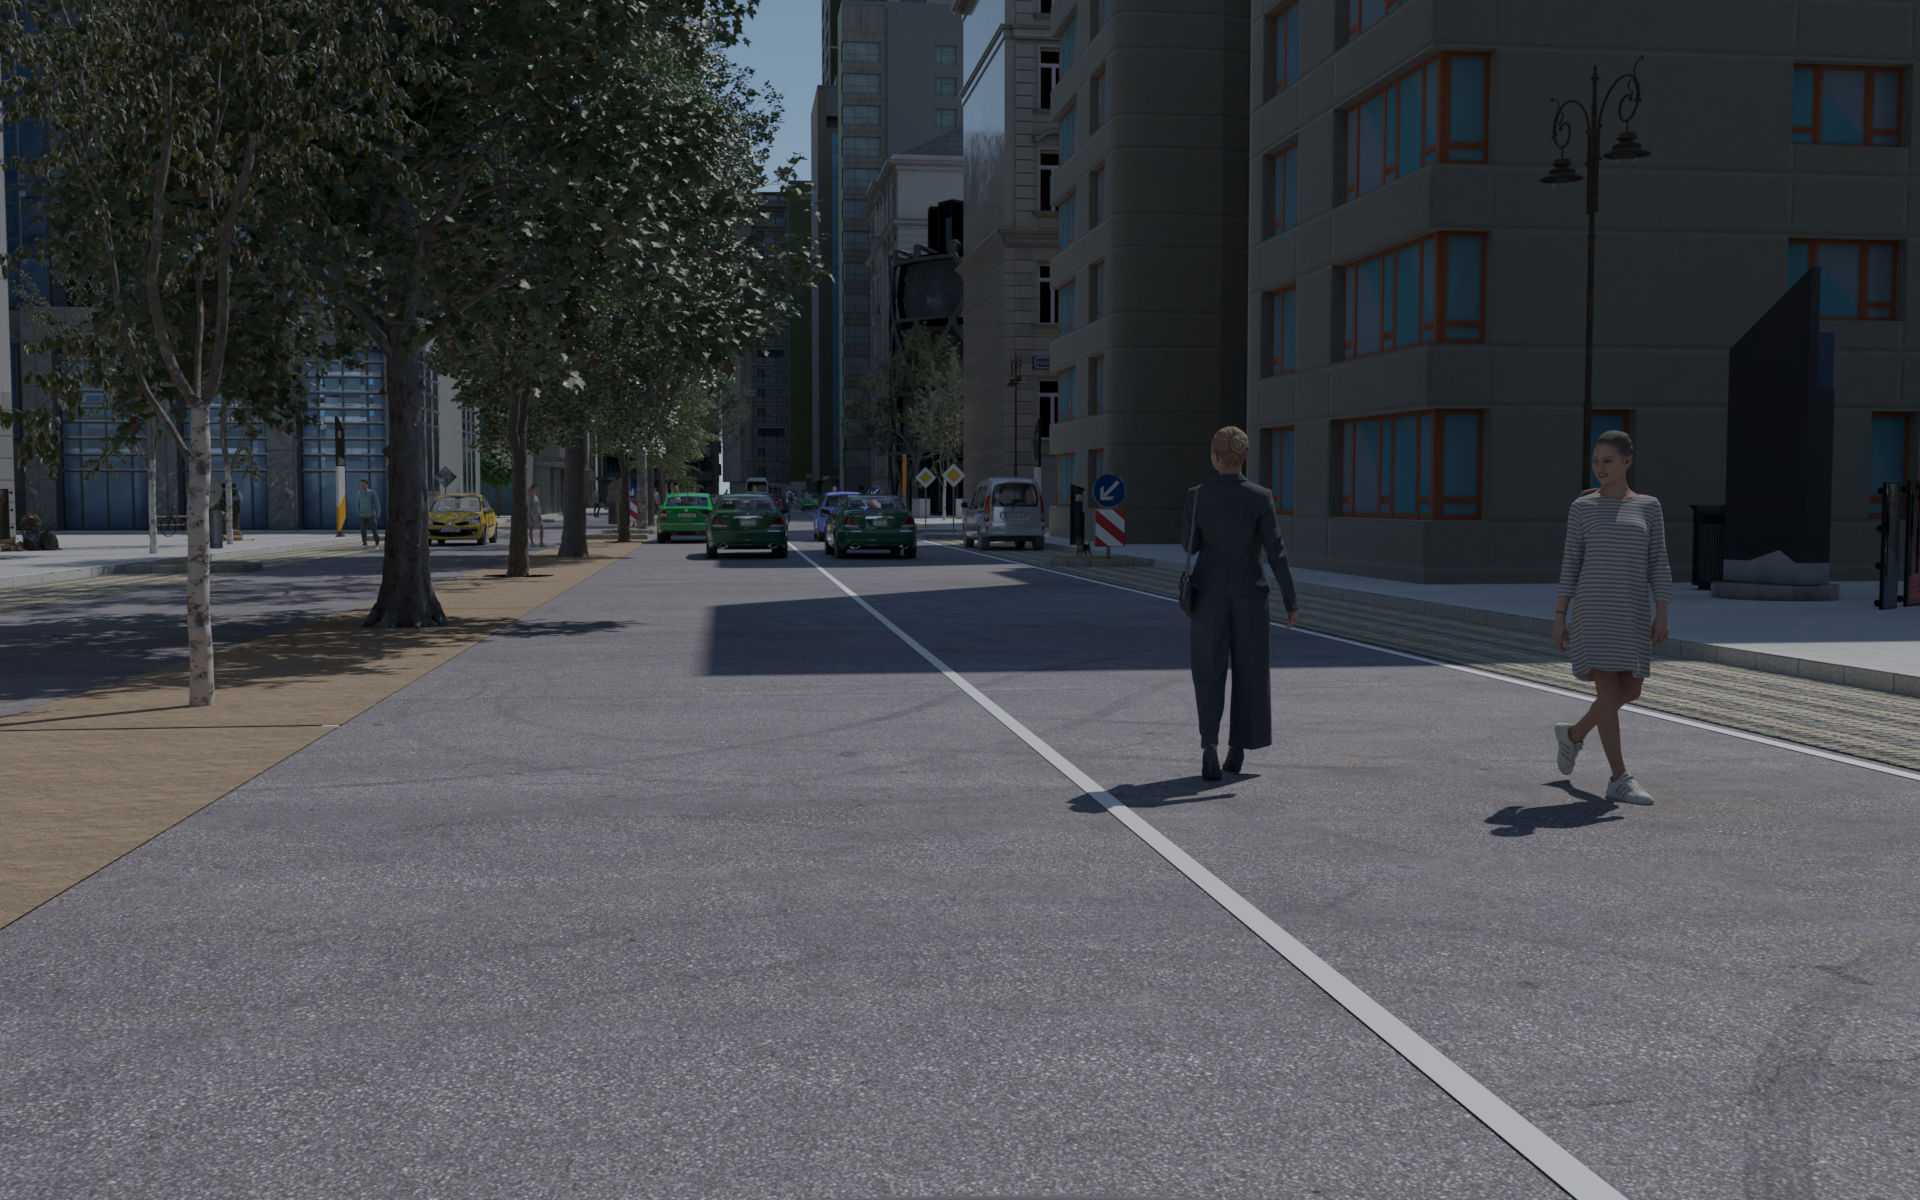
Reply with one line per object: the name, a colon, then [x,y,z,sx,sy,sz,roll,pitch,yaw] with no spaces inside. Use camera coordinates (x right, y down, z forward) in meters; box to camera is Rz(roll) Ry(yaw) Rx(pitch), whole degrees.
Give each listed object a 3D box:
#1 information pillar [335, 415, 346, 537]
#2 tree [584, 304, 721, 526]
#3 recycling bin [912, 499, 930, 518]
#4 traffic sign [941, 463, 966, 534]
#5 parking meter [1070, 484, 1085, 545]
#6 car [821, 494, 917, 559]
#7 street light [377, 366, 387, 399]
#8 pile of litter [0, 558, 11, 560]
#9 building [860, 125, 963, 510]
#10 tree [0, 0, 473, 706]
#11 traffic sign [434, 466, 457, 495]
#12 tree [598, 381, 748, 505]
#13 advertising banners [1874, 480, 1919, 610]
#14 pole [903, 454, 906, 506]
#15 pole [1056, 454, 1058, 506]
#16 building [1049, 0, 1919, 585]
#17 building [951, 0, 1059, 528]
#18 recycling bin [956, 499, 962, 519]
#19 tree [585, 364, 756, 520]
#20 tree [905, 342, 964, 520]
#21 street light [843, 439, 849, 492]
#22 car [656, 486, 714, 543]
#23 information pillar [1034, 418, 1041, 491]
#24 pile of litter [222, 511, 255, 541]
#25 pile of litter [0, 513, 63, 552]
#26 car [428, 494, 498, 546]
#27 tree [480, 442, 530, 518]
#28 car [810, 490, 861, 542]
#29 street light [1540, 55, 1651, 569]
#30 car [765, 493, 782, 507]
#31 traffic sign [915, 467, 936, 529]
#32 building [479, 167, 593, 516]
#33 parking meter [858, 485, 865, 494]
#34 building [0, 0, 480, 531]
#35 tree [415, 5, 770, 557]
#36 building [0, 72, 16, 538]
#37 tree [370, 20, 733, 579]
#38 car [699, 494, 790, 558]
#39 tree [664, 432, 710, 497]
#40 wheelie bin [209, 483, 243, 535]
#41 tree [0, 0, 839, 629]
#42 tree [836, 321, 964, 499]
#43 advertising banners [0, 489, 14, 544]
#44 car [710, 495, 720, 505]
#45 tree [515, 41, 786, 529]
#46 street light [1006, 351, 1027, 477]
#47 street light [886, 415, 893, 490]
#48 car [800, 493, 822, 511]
information pillar: [-18.561,-3.701,51.862,0.183,3.616,0.504,0,4,3]
tree: [-13.986,-9.593,77.429,7.486,12.596,7.792,0,3,0]
recycling bin: [-2.096,-4.926,93.100,0.722,1.027,0.722,-3,5,-41]
traffic sign: [-0.212,-3.216,56.231,0.795,2.450,0.064,0,4,-8]
parking meter: [2.970,-2.165,43.816,0.372,1.533,0.369,0,3,0]
car: [-2.096,-1.722,39.953,2.131,1.459,4.920,-1,4,-9]
street light: [-20.459,-5.456,61.986,0.468,5.910,1.993,0,4,-8]
pile of litter: [-19.385,-1.198,33.558,1.719,0.858,1.176,-1,4,-21]
building: [0.425,-20.840,128.129,14.401,28.519,23.554,0,4,-8]
tree: [-5.159,-3.598,11.654,4.360,8.622,3.978,0,3,0]
traffic sign: [-18.369,-3.562,61.876,0.795,2.450,0.064,0,4,-8]
tree: [-14.606,-9.066,85.104,8.767,10.594,7.601,0,4,-8]
advertising banners: [10.883,-1.440,19.725,2.074,3.025,0.090,-3,5,-43]
pole: [-2.863,-5.816,88.941,0.158,3.312,0.155,0,3,0]
pole: [3.661,-4.307,64.255,0.158,3.312,0.155,0,3,0]
building: [18.361,-11.926,40.027,27.650,21.520,28.899,0,4,-8]
building: [12.868,-16.788,71.750,25.104,27.353,12.463,0,4,-8]
recycling bin: [0.187,-4.689,89.215,0.722,1.027,0.722,0,4,8]
tree: [-16.280,-11.128,94.766,12.009,13.543,11.850,0,3,0]
tree: [-0.784,-8.220,84.754,4.360,8.622,3.978,0,3,0]
street light: [-9.186,-10.136,138.515,0.468,5.910,1.993,0,4,-8]
car: [-8.154,-2.654,52.192,1.959,1.807,4.718,0,4,-7]
information pillar: [2.393,-3.793,53.373,0.183,3.616,0.504,-1,4,-15]
pile of litter: [-20.224,-2.053,47.538,1.719,0.858,1.176,-2,4,-29]
pile of litter: [-21.161,-1.539,39.125,1.719,0.858,1.176,-3,5,-42]
car: [-14.217,-2.387,49.247,2.015,1.641,3.980,-1,4,-8]
tree: [-25.061,-6.733,93.799,4.285,4.588,4.351,0,3,0]
car: [-3.646,-2.693,53.622,1.945,1.707,3.694,0,4,-7]
street light: [6.852,-2.818,18.860,0.468,5.910,1.993,0,4,-8]
car: [-14.256,-7.382,129.743,2.155,1.783,4.494,0,4,-8]
traffic sign: [-1.276,-3.700,64.145,0.795,2.450,0.064,0,4,-8]
building: [-36.806,-30.133,112.275,23.786,49.044,30.456,0,4,-8]
parking meter: [-6.552,-6.705,115.336,0.399,1.863,0.255,-1,4,-18]
building: [-32.443,-46.486,72.713,22.319,86.520,31.000,0,4,-8]
tree: [-8.830,-7.952,39.123,9.857,13.997,8.962,0,3,0]
building: [-38.818,-30.384,38.781,28.212,58.520,21.231,0,4,-8]
tree: [-7.467,-6.184,29.314,9.928,11.665,9.643,0,3,0]
car: [-4.971,-1.732,40.122,2.131,1.459,4.920,-1,4,-9]
tree: [-18.453,-9.841,113.712,4.737,8.622,4.395,0,3,0]
wheelie bin: [-20.825,-2.525,49.194,0.693,1.594,0.980,3,5,42]
tree: [-6.015,-6.060,18.551,9.611,12.733,9.660,0,3,0]
tree: [-2.500,-9.769,94.134,8.767,10.594,7.601,-1,4,-9]
advertising banners: [-23.434,-2.751,41.163,2.074,3.025,0.090,1,4,13]
car: [-24.176,-9.723,171.336,2.083,1.381,4.827,0,4,-7]
tree: [-13.590,-12.762,67.005,12.611,20.169,13.585,0,3,0]
street light: [1.806,-5.091,56.029,0.468,5.910,1.993,0,4,-8]
street light: [-4.175,-7.852,101.162,0.468,5.910,1.993,0,4,-8]
car: [-12.523,-8.413,146.345,1.959,1.807,4.718,0,4,-8]
